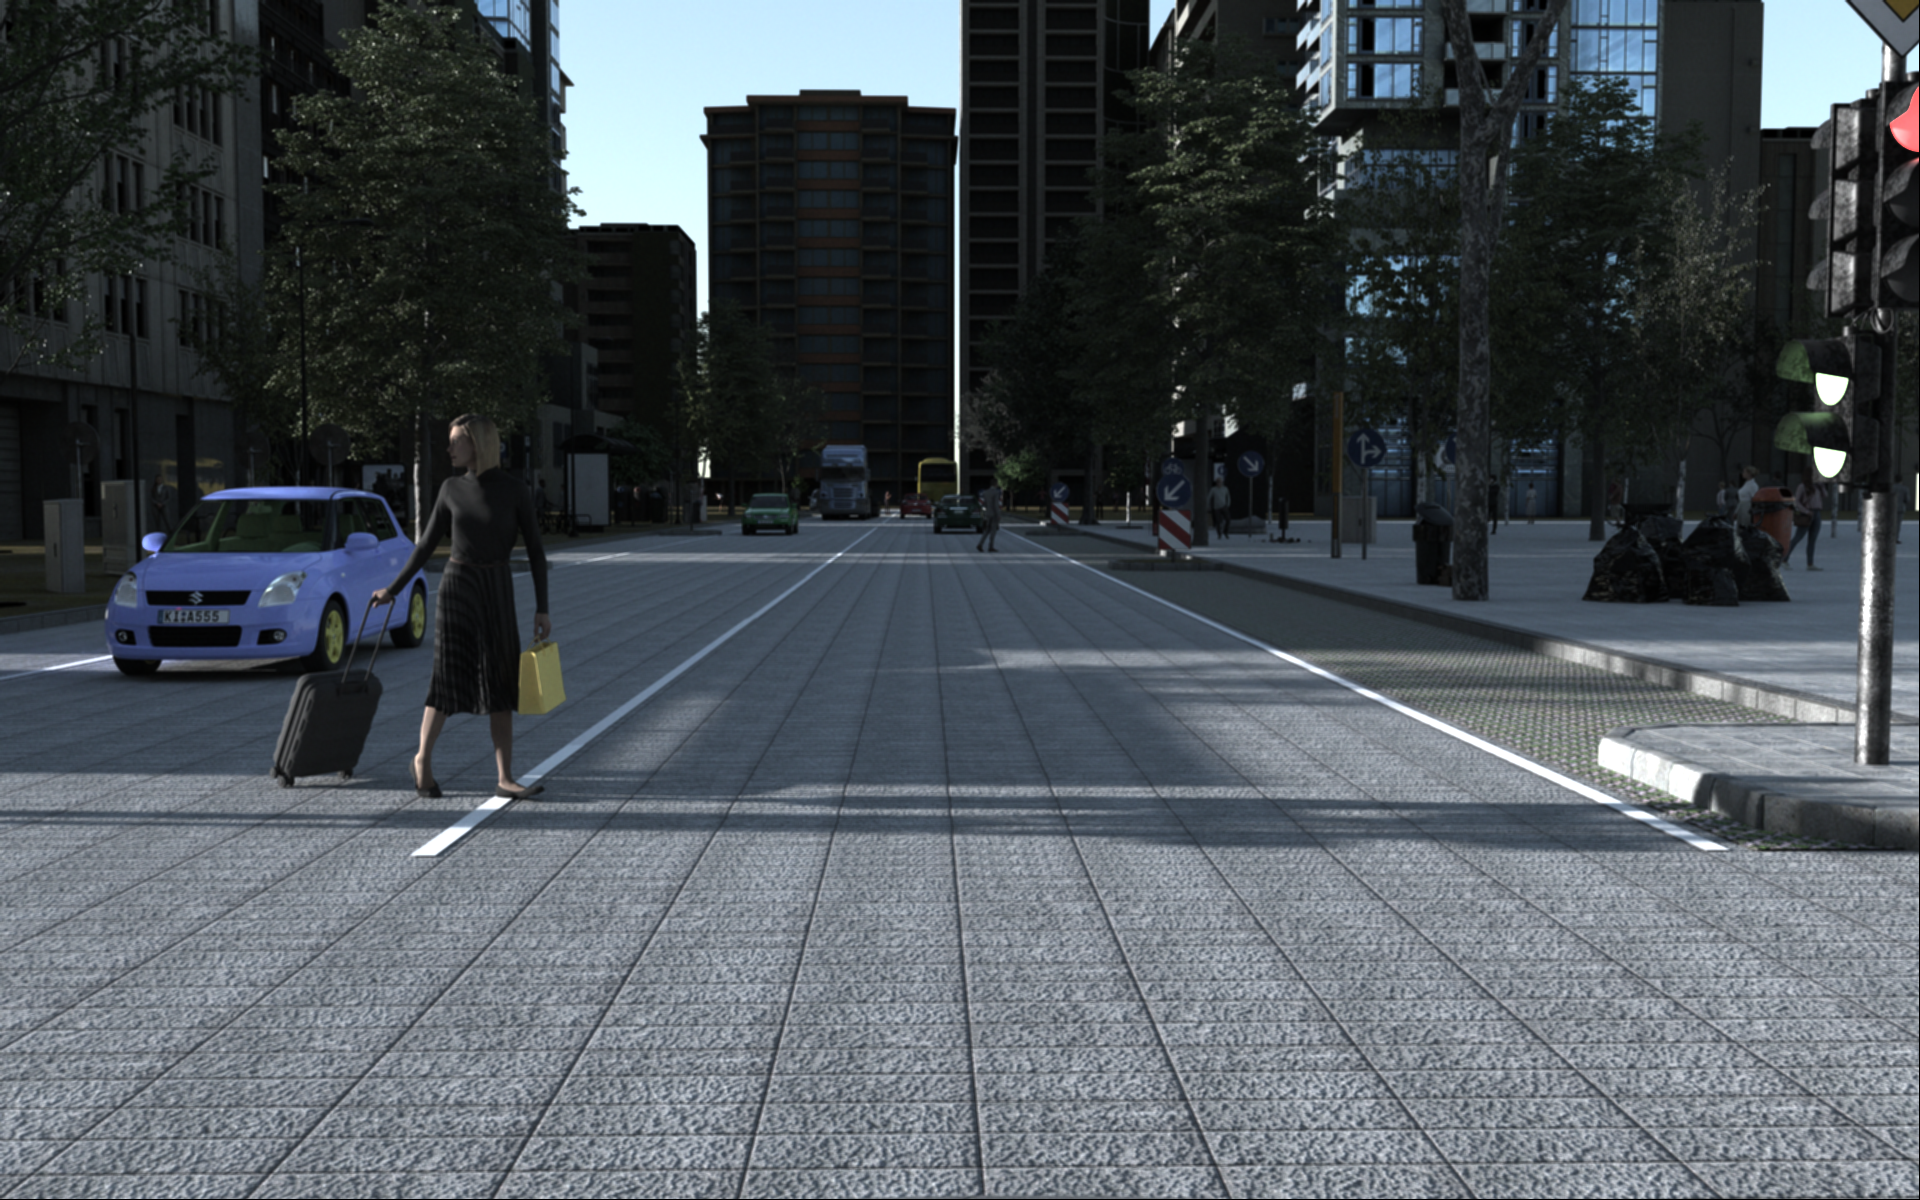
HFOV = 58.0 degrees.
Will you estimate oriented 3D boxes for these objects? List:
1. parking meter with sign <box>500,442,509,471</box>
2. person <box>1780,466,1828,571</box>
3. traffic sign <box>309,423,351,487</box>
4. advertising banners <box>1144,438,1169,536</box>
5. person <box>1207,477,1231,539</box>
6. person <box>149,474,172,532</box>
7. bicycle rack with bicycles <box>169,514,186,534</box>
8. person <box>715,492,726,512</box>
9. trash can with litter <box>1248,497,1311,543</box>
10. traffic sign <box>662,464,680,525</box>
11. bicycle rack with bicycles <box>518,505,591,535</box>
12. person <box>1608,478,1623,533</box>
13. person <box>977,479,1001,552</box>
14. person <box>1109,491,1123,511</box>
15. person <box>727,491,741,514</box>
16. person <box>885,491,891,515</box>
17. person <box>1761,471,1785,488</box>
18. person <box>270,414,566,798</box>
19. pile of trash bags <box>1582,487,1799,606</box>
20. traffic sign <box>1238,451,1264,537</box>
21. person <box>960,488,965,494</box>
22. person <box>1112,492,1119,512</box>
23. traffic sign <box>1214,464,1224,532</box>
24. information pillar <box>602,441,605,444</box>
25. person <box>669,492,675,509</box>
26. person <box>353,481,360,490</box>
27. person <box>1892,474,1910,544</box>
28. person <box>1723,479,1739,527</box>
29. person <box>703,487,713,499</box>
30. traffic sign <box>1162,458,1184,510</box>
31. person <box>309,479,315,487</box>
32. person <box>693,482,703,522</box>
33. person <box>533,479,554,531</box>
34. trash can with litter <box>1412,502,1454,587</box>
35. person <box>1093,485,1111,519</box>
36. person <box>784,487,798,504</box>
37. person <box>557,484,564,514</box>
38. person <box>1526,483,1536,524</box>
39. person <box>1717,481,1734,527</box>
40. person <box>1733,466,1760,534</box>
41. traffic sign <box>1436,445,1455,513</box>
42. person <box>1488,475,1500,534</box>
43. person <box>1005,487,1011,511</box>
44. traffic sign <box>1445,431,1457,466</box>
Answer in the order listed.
[{"bbox_3d":[-15.644,-3.712,56.951,0.543,3.016,1.738,2,4,29],"label":"parking meter with sign"},{"bbox_3d":[14.211,-1.380,29.191,0.593,1.750,0.643,-2,4,-29],"label":"person"},{"bbox_3d":[-11.353,-1.902,31.204,0.768,2.556,0.104,0,4,4],"label":"traffic sign"},{"bbox_3d":[6.043,-3.488,53.216,0.090,3.025,2.074,-1,4,-16],"label":"advertising banners"},{"bbox_3d":[7.333,-2.625,49.455,0.782,1.767,0.515,0,4,-2],"label":"person"},{"bbox_3d":[-20.517,-2.336,44.504,0.520,1.790,0.573,-3,4,-36],"label":"person"},{"bbox_3d":[-13.845,-1.204,33.067,2.852,0.926,2.925,-2,4,-33],"label":"bicycle rack with bicycles"},{"bbox_3d":[-16.703,-6.824,120.797,0.799,1.438,0.628,0,4,-7],"label":"person"},{"bbox_3d":[8.497,-2.143,46.099,1.678,1.210,2.233,1,4,12],"label":"trash can with litter"},{"bbox_3d":[-12.075,-4.420,72.380,0.768,2.556,0.104,0,4,5],"label":"traffic sign"},{"bbox_3d":[-13.114,-2.577,55.519,2.925,0.926,2.852,3,5,42],"label":"bicycle rack with bicycles"},{"bbox_3d":[21.703,-3.137,57.306,0.573,1.828,0.580,-1,4,-23],"label":"person"},{"bbox_3d":[0.802,-2.104,43.016,0.853,1.813,0.709,-3,5,-44],"label":"person"},{"bbox_3d":[11.875,-7.684,132.391,1.217,1.735,0.721,1,4,18],"label":"person"},{"bbox_3d":[-14.286,-6.294,108.919,0.705,1.831,1.348,2,4,29],"label":"person"},{"bbox_3d":[-4.932,-6.682,119.212,0.593,1.643,0.415,2,4,31],"label":"person"},{"bbox_3d":[19.786,-2.227,42.253,0.655,1.846,0.447,2,4,26],"label":"person"},{"bbox_3d":[-2.578,0.025,8.309,1.509,1.804,0.699,2,4,34],"label":"person"},{"bbox_3d":[9.290,-0.705,21.282,3.447,1.369,1.912,-3,5,-40],"label":"pile of trash bags"},{"bbox_3d":[8.575,-3.121,51.133,0.768,2.556,0.104,0,4,1],"label":"traffic sign"},{"bbox_3d":[0.029,-4.960,90.114,1.217,1.766,0.721,3,5,44],"label":"person"},{"bbox_3d":[11.168,-7.030,124.213,0.421,1.427,0.697,-1,4,-13],"label":"person"},{"bbox_3d":[8.663,-3.364,57.125,0.606,2.300,0.079,0,4,2],"label":"traffic sign"},{"bbox_3d":[-14.614,-4.881,71.164,0.183,3.616,0.504,1,4,18],"label":"information pillar"},{"bbox_3d":[-24.241,-8.471,145.464,0.530,1.710,0.541,-2,4,-27],"label":"person"},{"bbox_3d":[-22.607,-3.583,65.201,0.524,1.755,0.480,-2,4,-29],"label":"person"},{"bbox_3d":[24.357,-2.370,44.988,0.606,1.804,0.583,3,4,38],"label":"person"},{"bbox_3d":[26.141,-3.215,58.877,0.520,1.790,0.573,-1,4,-8],"label":"person"},{"bbox_3d":[-16.850,-6.572,114.019,1.217,1.766,0.721,0,3,0],"label":"person"},{"bbox_3d":[7.417,-3.688,60.398,0.768,2.556,0.104,0,4,4],"label":"traffic sign"},{"bbox_3d":[-23.567,-3.479,62.889,0.622,1.834,0.822,-2,4,-26],"label":"person"},{"bbox_3d":[-11.982,-4.459,78.963,0.555,1.821,0.388,-1,4,-11],"label":"person"},{"bbox_3d":[-14.493,-3.272,59.820,0.850,1.792,0.678,0,4,5],"label":"person"},{"bbox_3d":[6.853,-0.797,24.411,0.624,1.170,1.055,-1,4,-20],"label":"trash can with litter"},{"bbox_3d":[7.286,-5.106,90.243,1.217,1.735,0.721,0,4,-2],"label":"person"},{"bbox_3d":[-8.517,-4.664,85.274,1.217,1.766,0.721,1,4,22],"label":"person"},{"bbox_3d":[-17.566,-4.280,76.776,0.466,1.731,0.760,1,4,21],"label":"person"},{"bbox_3d":[24.436,-4.134,74.209,0.480,1.755,0.524,-1,4,-15],"label":"person"},{"bbox_3d":[27.396,-3.381,61.995,0.598,1.740,0.731,1,4,15],"label":"person"},{"bbox_3d":[14.450,-1.551,31.621,0.641,1.798,0.478,1,4,17],"label":"person"},{"bbox_3d":[10.042,-2.046,35.585,0.606,2.300,0.079,0,4,5],"label":"traffic sign"},{"bbox_3d":[16.919,-3.050,55.273,0.474,1.900,0.648,-2,4,-24],"label":"person"},{"bbox_3d":[3.712,-7.682,131.658,0.705,1.822,1.348,-2,4,-25],"label":"person"},{"bbox_3d":[9.891,-2.074,34.012,0.768,2.556,0.104,1,4,8],"label":"traffic sign"}]
